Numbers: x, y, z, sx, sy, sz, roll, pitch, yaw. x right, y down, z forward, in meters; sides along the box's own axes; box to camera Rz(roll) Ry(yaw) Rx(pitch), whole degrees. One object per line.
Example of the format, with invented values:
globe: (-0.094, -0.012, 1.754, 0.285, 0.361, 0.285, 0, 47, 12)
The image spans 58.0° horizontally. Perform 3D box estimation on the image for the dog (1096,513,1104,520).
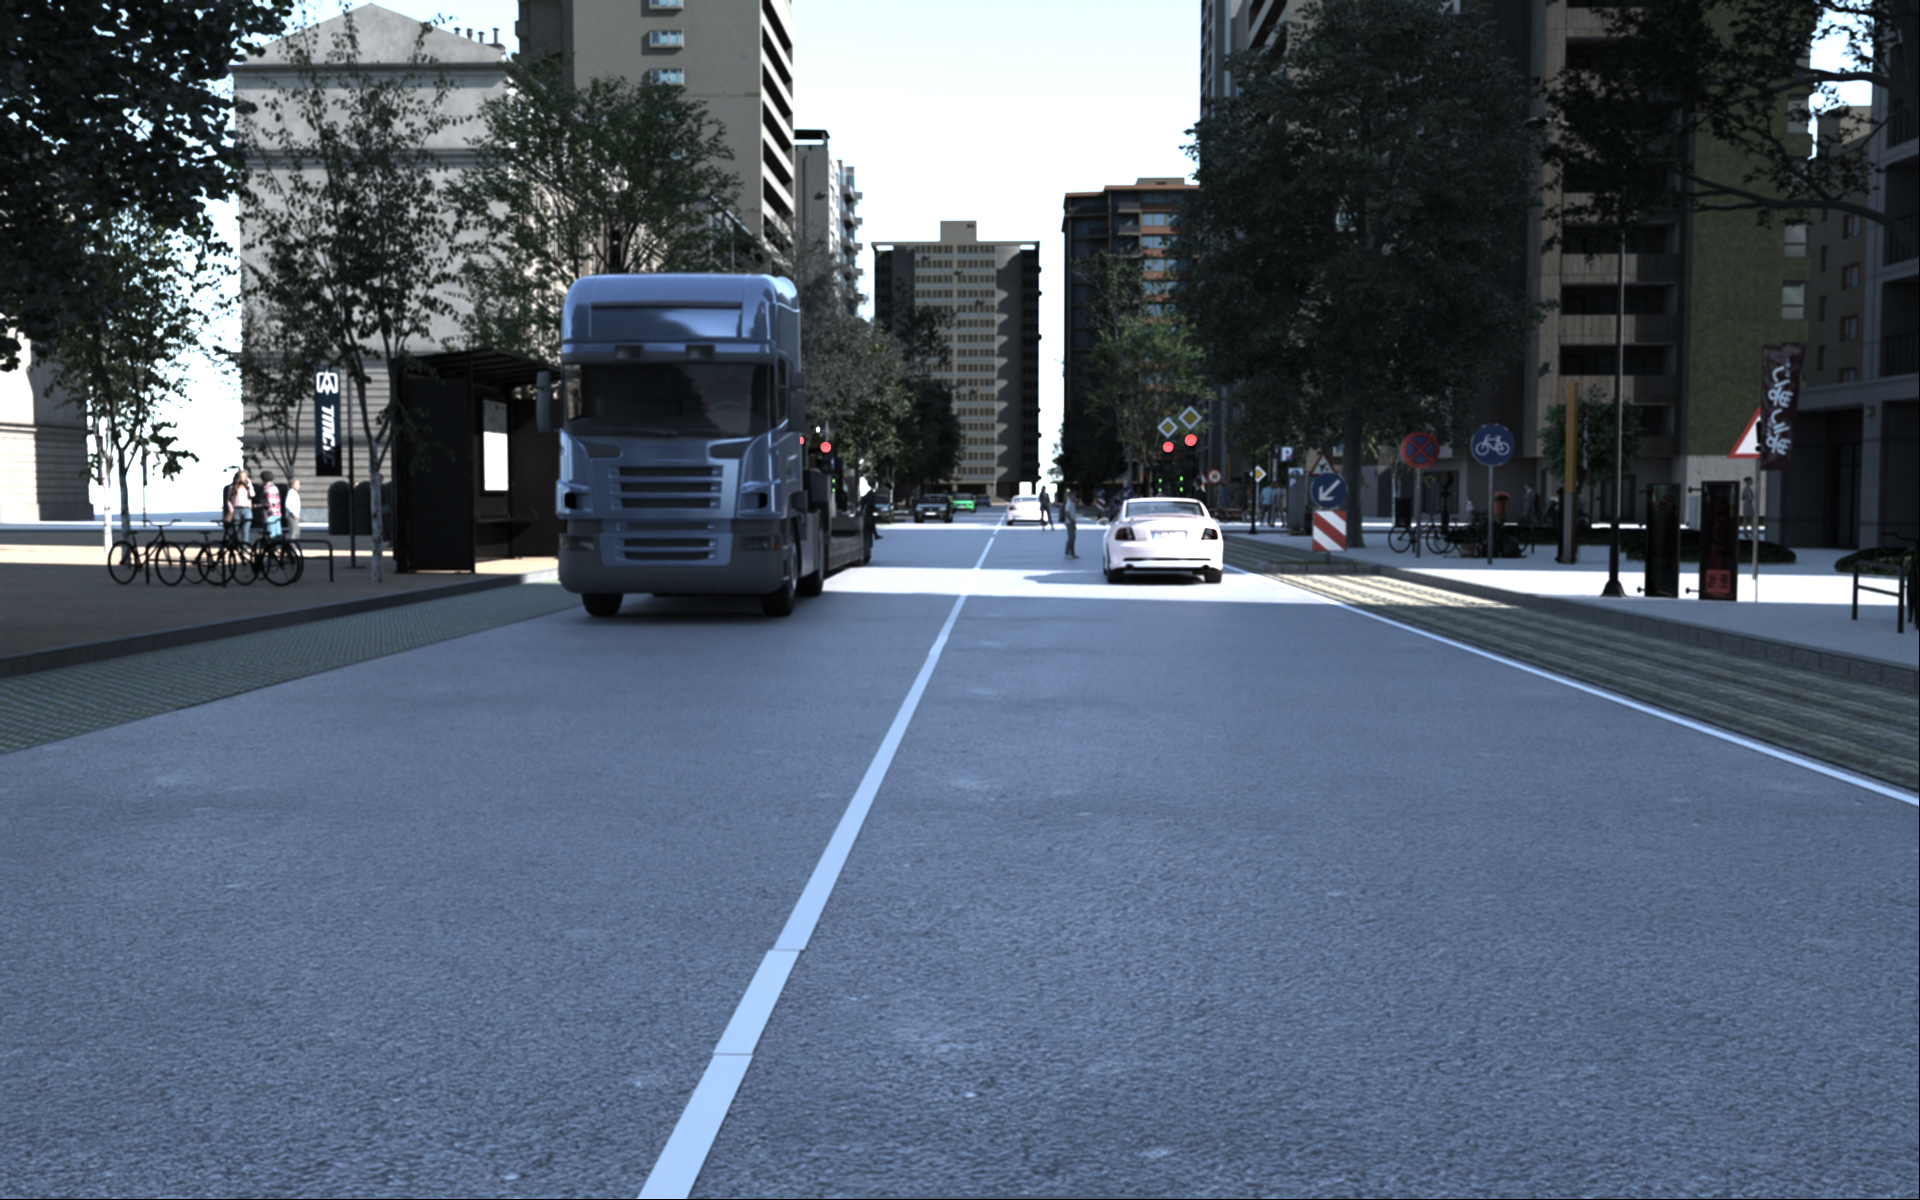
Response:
dog: (7.652, -4.585, 95.160, 0.550, 0.427, 0.748, 1, 4, 10)

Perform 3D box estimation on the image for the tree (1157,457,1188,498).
tree: (10.927, -5.799, 89.410, 1.663, 3.219, 1.824, 0, 3, 0)

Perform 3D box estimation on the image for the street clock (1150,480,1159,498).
street clock: (10.396, -5.368, 92.330, 0.471, 2.002, 0.358, -1, 4, -13)

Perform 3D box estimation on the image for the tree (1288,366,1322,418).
tree: (17.319, -7.684, 75.990, 4.737, 8.622, 4.395, 0, 3, 0)

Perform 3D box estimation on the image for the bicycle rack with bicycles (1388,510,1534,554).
bicycle rack with bicycles: (11.109, -1.467, 37.364, 2.852, 0.926, 2.925, -2, 4, -32)

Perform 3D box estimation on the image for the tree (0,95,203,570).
tree: (-14.199, -4.808, 28.981, 4.737, 8.622, 4.395, 0, 3, 0)

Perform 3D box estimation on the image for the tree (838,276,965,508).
tree: (-5.667, -18.217, 153.730, 12.611, 20.169, 13.585, 0, 3, 0)

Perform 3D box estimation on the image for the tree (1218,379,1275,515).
tree: (18.173, -9.589, 107.138, 4.737, 8.622, 4.395, 0, 3, 0)

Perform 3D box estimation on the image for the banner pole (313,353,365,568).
banner pole: (-10.710, -2.434, 29.820, 0.863, 3.779, 0.401, -3, 5, -44)

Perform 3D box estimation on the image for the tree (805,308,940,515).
tree: (-6.361, -11.652, 107.517, 9.611, 12.733, 9.660, 0, 3, 0)

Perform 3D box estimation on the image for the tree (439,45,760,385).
tree: (-8.313, -7.042, 40.891, 9.928, 11.665, 9.643, 0, 3, 0)

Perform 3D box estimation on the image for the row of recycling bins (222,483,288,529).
row of recycling bins: (-26.137, -3.521, 64.674, 1.069, 1.692, 3.534, 1, 4, 14)

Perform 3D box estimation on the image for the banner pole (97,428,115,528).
banner pole: (-32.166, -4.590, 65.055, 0.401, 3.779, 0.863, 0, 4, 7)

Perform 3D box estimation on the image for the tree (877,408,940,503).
tree: (-4.858, -10.698, 125.279, 4.737, 8.622, 4.395, 0, 3, 0)

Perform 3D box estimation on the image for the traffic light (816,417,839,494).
traffic light: (-4.849, -4.546, 63.241, 0.839, 4.253, 0.868, 0, 4, 2)

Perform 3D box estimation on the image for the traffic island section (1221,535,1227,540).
traffic island section: (7.295, -2.001, 55.001, 2.009, 0.180, 2.903, 0, 4, 2)

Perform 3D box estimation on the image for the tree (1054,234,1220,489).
tree: (13.019, -16.415, 124.275, 12.611, 20.169, 13.585, 0, 3, 0)

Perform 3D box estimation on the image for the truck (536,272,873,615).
truck: (-3.128, -2.300, 27.357, 2.967, 4.110, 18.799, 0, 4, 0)

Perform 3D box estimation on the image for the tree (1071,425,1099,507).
tree: (13.556, -13.711, 174.539, 4.737, 8.622, 4.395, 0, 3, 0)

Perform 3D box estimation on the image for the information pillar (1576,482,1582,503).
information pillar: (23.030, -3.684, 64.729, 0.304, 2.012, 0.304, -2, 4, -33)

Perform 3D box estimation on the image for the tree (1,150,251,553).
tree: (-18.432, -5.330, 37.502, 4.360, 8.622, 3.978, 0, 3, 0)

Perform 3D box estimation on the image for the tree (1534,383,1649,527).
tree: (18.628, -4.131, 51.262, 4.285, 4.588, 4.351, 0, 3, 0)

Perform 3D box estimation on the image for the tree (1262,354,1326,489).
tree: (17.239, -8.413, 87.922, 4.360, 8.622, 3.978, 0, 3, 0)

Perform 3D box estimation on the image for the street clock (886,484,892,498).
street clock: (-4.963, -7.158, 121.605, 0.358, 2.002, 0.471, -2, 4, -28)

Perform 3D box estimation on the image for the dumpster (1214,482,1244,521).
dumpster: (12.843, -4.693, 82.488, 1.264, 1.857, 1.865, 0, 4, 2)

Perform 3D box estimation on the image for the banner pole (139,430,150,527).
banner pole: (-31.617, -4.720, 67.185, 0.401, 3.779, 0.863, -3, 4, -39)

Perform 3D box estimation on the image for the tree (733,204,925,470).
tree: (-6.787, -10.027, 74.307, 12.009, 13.543, 11.850, 0, 3, 0)

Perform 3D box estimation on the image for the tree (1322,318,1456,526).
tree: (17.499, -7.260, 69.070, 4.737, 8.622, 4.395, 0, 3, 0)

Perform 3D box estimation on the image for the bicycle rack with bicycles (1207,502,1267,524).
bicycle rack with bicycles: (12.181, -3.813, 75.726, 2.925, 0.926, 2.852, -1, 4, -18)

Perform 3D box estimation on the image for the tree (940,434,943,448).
tree: (-3.698, -13.912, 177.826, 4.737, 8.622, 4.395, 0, 3, 0)

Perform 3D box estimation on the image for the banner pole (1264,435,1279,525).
banner pole: (13.116, -5.060, 72.755, 0.401, 3.779, 0.863, -2, 4, -29)

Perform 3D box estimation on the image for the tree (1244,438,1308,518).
tree: (17.183, -6.749, 94.063, 4.285, 4.588, 4.351, 0, 3, 0)

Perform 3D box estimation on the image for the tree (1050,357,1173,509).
tree: (13.505, -14.743, 151.410, 12.009, 13.543, 11.850, 0, 3, 0)

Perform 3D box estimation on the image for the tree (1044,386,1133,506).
tree: (13.610, -16.256, 182.788, 9.611, 12.733, 9.660, 0, 3, 0)

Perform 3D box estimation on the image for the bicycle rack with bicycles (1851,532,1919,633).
bicycle rack with bicycles: (9.940, -0.204, 16.723, 2.852, 0.926, 2.925, 1, 4, 16)

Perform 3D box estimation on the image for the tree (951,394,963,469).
tree: (-4.191, -17.074, 185.819, 9.857, 13.997, 8.962, 0, 3, 0)

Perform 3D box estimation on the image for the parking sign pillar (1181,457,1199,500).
parking sign pillar: (12.231, -6.341, 92.140, 1.447, 3.967, 1.447, -1, 4, -19)

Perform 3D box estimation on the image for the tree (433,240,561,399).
tree: (-13.039, -6.044, 49.189, 4.737, 8.622, 4.395, 0, 3, 0)

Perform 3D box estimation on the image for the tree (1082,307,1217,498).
tree: (10.598, -10.507, 97.551, 9.928, 11.665, 9.643, 0, 3, 0)

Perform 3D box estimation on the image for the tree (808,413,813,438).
tree: (-11.205, -10.827, 127.385, 4.360, 8.622, 3.978, 0, 3, 0)

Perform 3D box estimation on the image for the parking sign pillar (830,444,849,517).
parking sign pillar: (-6.666, -6.394, 93.008, 1.447, 3.967, 1.447, -1, 4, -18)

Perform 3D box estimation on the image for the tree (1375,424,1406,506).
tree: (23.396, -8.621, 91.320, 4.360, 8.622, 3.978, 0, 3, 0)

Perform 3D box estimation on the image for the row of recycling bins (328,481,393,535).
row of recycling bins: (-18.098, -2.887, 54.308, 3.534, 1.692, 1.069, 0, 4, 5)

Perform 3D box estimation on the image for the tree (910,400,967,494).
tree: (-2.901, -17.511, 204.430, 7.486, 12.596, 7.792, 0, 3, 0)

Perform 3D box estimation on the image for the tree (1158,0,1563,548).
tree: (9.457, -8.241, 41.391, 9.857, 13.997, 8.962, 0, 3, 0)

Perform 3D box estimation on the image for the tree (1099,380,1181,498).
tree: (11.973, -9.636, 107.916, 4.737, 8.622, 4.395, 0, 3, 0)

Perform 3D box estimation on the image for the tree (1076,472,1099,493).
tree: (14.778, -13.171, 199.057, 4.285, 4.588, 4.351, 0, 3, 0)

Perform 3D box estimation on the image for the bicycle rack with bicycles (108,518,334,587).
bicycle rack with bicycles: (-10.328, -0.698, 24.798, 2.925, 0.926, 2.852, 2, 4, 33)

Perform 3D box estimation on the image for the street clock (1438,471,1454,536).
street clock: (15.001, -2.994, 53.524, 0.358, 2.002, 0.471, -1, 4, -23)

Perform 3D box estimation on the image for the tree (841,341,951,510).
tree: (-5.522, -14.182, 138.532, 9.857, 13.997, 8.962, 0, 3, 0)

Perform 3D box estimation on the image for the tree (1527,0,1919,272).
tree: (7.823, -4.854, 13.771, 8.767, 10.594, 7.601, -3, 5, -39)

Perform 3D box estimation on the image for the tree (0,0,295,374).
tree: (-8.971, -6.431, 11.800, 9.857, 13.997, 8.962, 0, 3, 0)

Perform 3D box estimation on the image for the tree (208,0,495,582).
tree: (-8.551, -4.550, 24.757, 4.360, 8.622, 3.978, 0, 3, 0)
